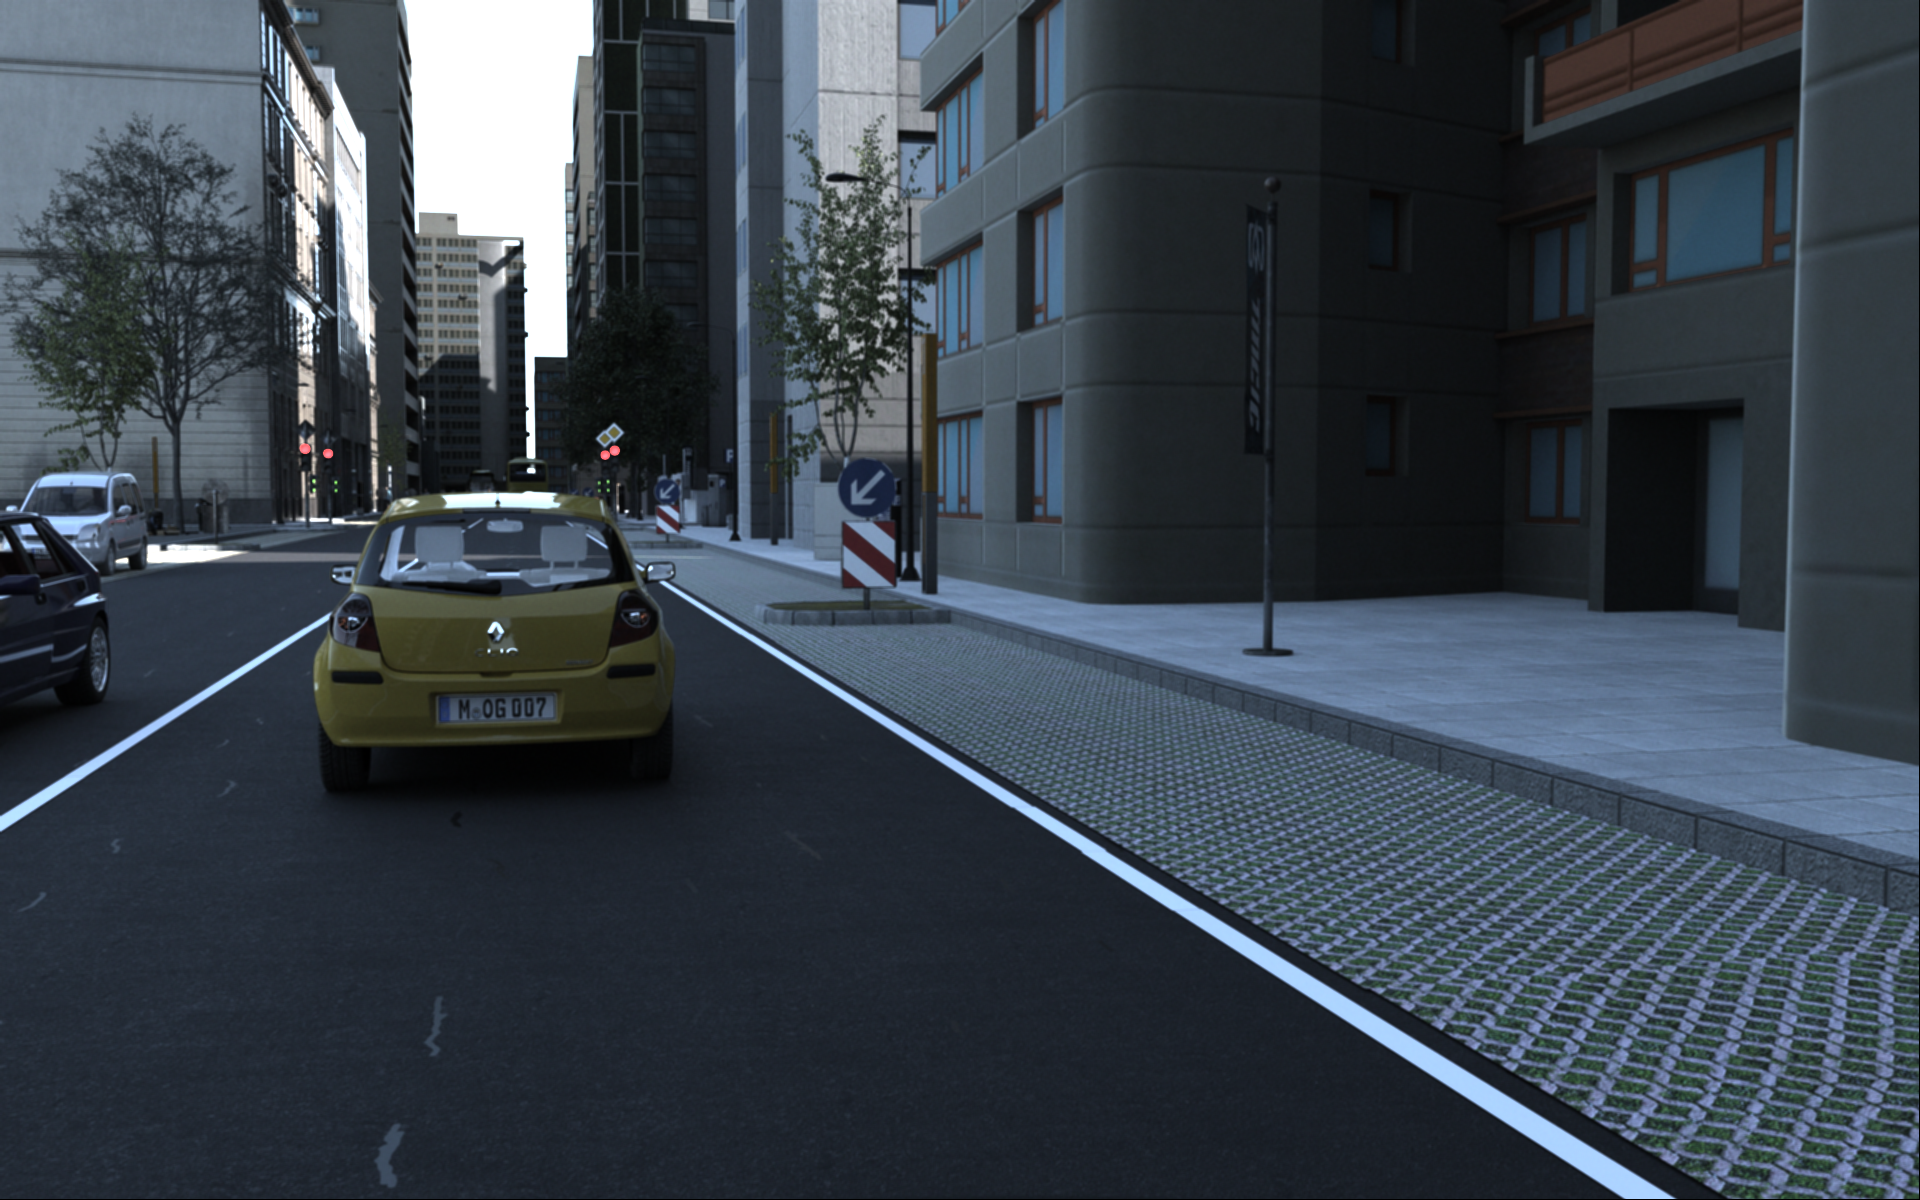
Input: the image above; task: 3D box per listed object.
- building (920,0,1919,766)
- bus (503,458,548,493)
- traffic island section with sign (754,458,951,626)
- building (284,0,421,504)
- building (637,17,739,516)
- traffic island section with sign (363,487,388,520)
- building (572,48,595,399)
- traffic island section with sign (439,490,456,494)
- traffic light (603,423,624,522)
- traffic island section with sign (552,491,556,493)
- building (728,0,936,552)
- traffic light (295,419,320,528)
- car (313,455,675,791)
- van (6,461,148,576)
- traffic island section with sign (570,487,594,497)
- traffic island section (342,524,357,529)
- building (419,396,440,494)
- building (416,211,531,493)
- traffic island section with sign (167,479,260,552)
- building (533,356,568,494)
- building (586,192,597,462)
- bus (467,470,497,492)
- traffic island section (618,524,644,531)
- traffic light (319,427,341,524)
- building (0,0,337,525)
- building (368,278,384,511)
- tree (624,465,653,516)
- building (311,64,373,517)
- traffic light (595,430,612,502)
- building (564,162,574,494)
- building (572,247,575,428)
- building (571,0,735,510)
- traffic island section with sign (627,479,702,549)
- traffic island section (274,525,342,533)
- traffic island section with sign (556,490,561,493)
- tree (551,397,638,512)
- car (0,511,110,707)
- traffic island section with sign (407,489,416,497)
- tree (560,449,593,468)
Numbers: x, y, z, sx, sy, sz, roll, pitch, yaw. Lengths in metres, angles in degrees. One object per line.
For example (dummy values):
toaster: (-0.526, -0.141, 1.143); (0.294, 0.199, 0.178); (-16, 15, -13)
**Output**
building: (16.289, -10.541, 17.383); (27.650, 21.520, 28.899); (-1, 4, -14)
bus: (-29.056, -7.613, 116.011); (2.896, 3.916, 12.252); (-1, 4, -15)
traffic island section with sign: (-1.302, -0.678, 19.716); (1.989, 1.847, 2.006); (-1, 4, -14)
building: (-59.694, -32.351, 152.640); (21.300, 48.544, 21.600); (-1, 4, -14)
building: (-13.484, -20.722, 110.508); (14.160, 30.474, 14.107); (-1, 4, -14)
traffic island section with sign: (-32.327, -5.408, 97.044); (1.989, 1.847, 2.006); (-1, 4, -14)
building: (-30.343, -34.431, 186.645); (21.300, 48.544, 21.600); (-1, 4, -14)
traffic island section with sign: (-51.243, -9.983, 171.854); (1.989, 1.847, 2.006); (-1, 4, -14)
traffic light: (-13.584, -4.839, 68.036); (0.839, 4.253, 0.868); (-1, 4, -14)
traffic island section with sign: (-40.518, -10.164, 174.803); (1.989, 1.847, 2.006); (-1, 4, -14)
building: (3.681, -31.217, 52.396); (21.231, 58.520, 28.212); (-1, 4, -14)
traffic light: (-24.596, -4.668, 65.245); (0.839, 4.253, 0.868); (-1, 4, -14)
car: (-2.607, 0.018, 9.925); (2.015, 1.641, 3.980); (-1, 4, -13)
van: (-15.819, -1.471, 31.069); (2.013, 2.044, 4.112); (-1, 4, -14)
traffic island section with sign: (-21.541, -5.573, 99.752); (1.989, 1.847, 2.006); (-1, 4, -14)
traffic island section: (-26.595, -3.109, 73.111); (2.009, 0.180, 2.903); (-1, 4, -14)
building: (-78.291, -54.441, 202.775); (31.000, 86.520, 22.319); (-1, 4, -14)
building: (-72.346, -33.597, 241.193); (23.993, 40.220, 32.217); (-1, 4, -14)
traffic island section with sign: (-18.913, -2.162, 43.978); (1.989, 1.847, 2.006); (-1, 4, -14)
building: (-45.670, -24.557, 246.550); (28.899, 21.520, 27.650); (-1, 4, -14)
building: (-29.197, -24.306, 169.106); (14.160, 30.474, 14.107); (-1, 4, -14)
bus: (-49.974, -11.590, 181.037); (2.896, 3.916, 12.252); (-1, 4, -16)
traffic island section: (-13.543, -2.806, 68.160); (2.009, 0.180, 2.903); (-1, 4, -14)
traffic light: (-26.554, -5.142, 72.987); (0.839, 4.253, 0.868); (-1, 4, -14)
building: (-37.305, -17.430, 82.250); (12.463, 27.353, 25.104); (-1, 4, -14)
building: (-47.211, -15.831, 123.459); (10.561, 19.102, 19.286); (-1, 4, -14)
tree: (-19.069, -6.535, 101.453); (1.663, 3.219, 1.824); (0, 3, 0)
building: (-42.731, -17.500, 104.141); (12.078, 24.808, 19.932); (-1, 4, -14)
traffic light: (-15.542, -5.312, 75.778); (0.839, 4.253, 0.868); (-1, 4, -14)
building: (-42.222, -32.636, 217.192); (14.154, 41.232, 14.086); (-1, 4, -14)
building: (-38.396, -26.439, 203.973); (14.160, 30.474, 14.107); (-1, 4, -14)
building: (-21.048, -42.918, 139.959); (20.563, 71.187, 20.611); (-1, 4, -14)
traffic island section with sign: (-7.911, -2.277, 45.852); (1.989, 1.847, 2.006); (-1, 4, -14)
traffic island section: (-24.637, -2.635, 65.369); (2.009, 0.180, 2.903); (-1, 4, -14)
traffic island section with sign: (-28.163, -7.174, 125.927); (1.989, 1.847, 2.006); (-1, 4, -14)
tree: (-24.450, -11.461, 121.801); (8.767, 10.594, 7.601); (-1, 4, -11)
car: (-6.444, 0.132, 10.425); (1.945, 1.354, 3.894); (-1, 4, -13)
traffic island section with sign: (-38.934, -7.006, 123.180); (1.989, 1.847, 2.006); (-1, 4, -14)
tree: (-33.321, -12.485, 154.485); (4.360, 8.622, 3.978); (0, 3, 0)
